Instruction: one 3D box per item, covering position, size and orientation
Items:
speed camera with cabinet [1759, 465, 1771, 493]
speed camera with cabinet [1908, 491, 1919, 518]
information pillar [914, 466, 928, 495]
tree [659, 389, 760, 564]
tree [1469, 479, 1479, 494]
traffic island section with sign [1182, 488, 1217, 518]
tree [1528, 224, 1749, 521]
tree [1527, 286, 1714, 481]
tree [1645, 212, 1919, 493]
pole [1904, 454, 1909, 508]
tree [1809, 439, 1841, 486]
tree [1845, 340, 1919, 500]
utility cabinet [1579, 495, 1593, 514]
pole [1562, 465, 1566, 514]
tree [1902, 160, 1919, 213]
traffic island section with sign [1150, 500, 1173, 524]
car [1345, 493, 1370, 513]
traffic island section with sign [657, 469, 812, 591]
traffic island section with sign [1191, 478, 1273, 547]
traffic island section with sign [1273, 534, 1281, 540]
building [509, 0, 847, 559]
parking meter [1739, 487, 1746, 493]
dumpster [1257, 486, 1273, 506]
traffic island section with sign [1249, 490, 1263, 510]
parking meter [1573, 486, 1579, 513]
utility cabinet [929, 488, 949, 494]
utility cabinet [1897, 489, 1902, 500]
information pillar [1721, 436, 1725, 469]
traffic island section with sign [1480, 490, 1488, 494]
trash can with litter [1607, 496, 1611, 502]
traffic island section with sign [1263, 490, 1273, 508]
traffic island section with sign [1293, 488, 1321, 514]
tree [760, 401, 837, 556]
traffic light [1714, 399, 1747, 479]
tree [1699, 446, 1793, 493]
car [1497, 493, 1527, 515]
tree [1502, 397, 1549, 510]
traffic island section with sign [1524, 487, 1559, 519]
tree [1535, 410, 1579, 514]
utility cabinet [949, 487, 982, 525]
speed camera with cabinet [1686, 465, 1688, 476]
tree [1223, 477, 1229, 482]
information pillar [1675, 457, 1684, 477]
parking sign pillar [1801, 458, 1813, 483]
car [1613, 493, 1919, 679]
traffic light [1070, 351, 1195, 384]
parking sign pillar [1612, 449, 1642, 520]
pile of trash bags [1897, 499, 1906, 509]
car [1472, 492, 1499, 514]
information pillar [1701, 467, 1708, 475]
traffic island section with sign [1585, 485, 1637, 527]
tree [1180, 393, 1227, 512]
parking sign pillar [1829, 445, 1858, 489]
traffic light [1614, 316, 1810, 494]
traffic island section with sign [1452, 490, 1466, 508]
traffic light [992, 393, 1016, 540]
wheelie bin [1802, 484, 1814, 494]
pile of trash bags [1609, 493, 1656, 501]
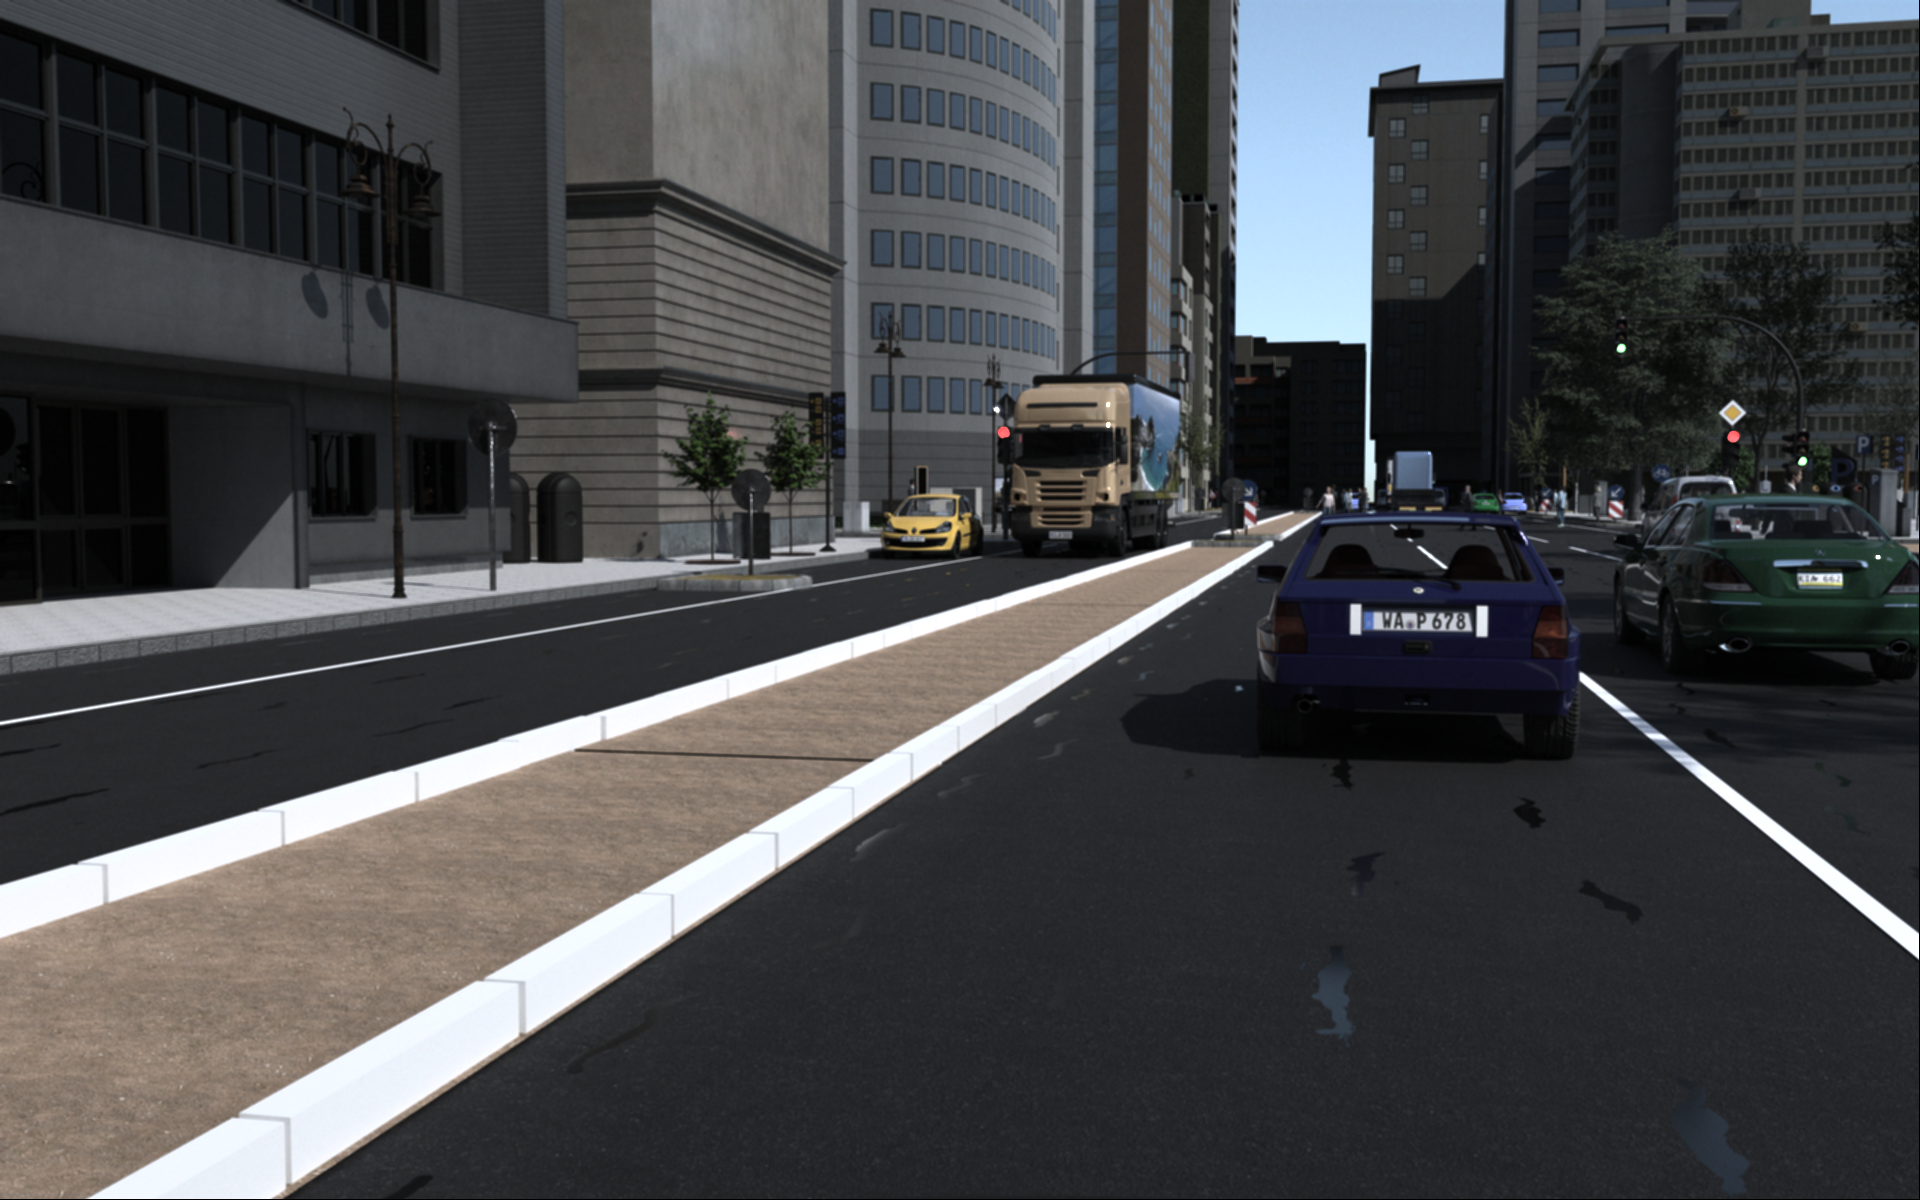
[{"bbox_3d":[56.154,-7.640,119.246,2.038,3.252,0.660,1,4,13],"label":"speed camera with cabinet"},{"bbox_3d":[51.775,-6.051,93.267,2.038,3.252,0.660,-2,4,-34],"label":"speed camera with cabinet"},{"bbox_3d":[-1.036,-2.539,46.000,0.304,2.012,0.304,-1,4,-16],"label":"information pillar"},{"bbox_3d":[-4.700,-2.281,31.902,1.663,3.219,1.824,0,3,0],"label":"tree"},{"bbox_3d":[59.554,-12.573,200.169,1.663,3.219,1.824,0,3,0],"label":"tree"},{"bbox_3d":[14.769,-5.984,106.473,1.989,1.847,2.006,1,4,13],"label":"traffic island section with sign"},{"bbox_3d":[31.721,-10.684,81.332,9.857,13.997,8.962,0,3,0],"label":"tree"},{"bbox_3d":[35.670,-10.795,93.501,9.611,12.733,9.660,0,3,0],"label":"tree"},{"bbox_3d":[27.859,-7.732,60.838,7.601,10.594,8.767,-2,4,-35],"label":"tree"},{"bbox_3d":[48.399,-5.794,88.573,0.158,3.312,0.155,0,3,0],"label":"pole"},{"bbox_3d":[50.360,-7.189,101.247,4.285,4.588,4.351,0,3,0],"label":"tree"},{"bbox_3d":[44.525,-8.066,82.248,4.360,8.622,3.978,0,3,0],"label":"tree"},{"bbox_3d":[41.127,-6.264,113.584,0.306,1.237,1.020,-3,5,-42],"label":"utility cabinet"},{"bbox_3d":[37.984,-7.042,108.985,0.158,3.312,0.155,0,3,0],"label":"pole"},{"bbox_3d":[21.150,-5.986,32.279,8.767,10.594,7.601,3,5,43],"label":"tree"},{"bbox_3d":[8.802,-4.371,80.098,1.989,1.847,2.006,1,4,13],"label":"traffic island section with sign"},{"bbox_3d":[30.400,-7.532,132.733,1.945,1.707,3.694,1,4,12],"label":"car"},{"bbox_3d":[-3.354,-1.096,26.551,1.989,1.847,2.006,1,4,13],"label":"traffic island section with sign"},{"bbox_3d":[7.406,-2.392,47.241,2.006,1.907,1.989,1,4,13],"label":"traffic island section with sign"},{"bbox_3d":[9.053,-2.833,54.463,2.006,1.907,1.989,1,4,13],"label":"traffic island section with sign"},{"bbox_3d":[-20.968,-13.757,44.003,34.723,24.649,14.460,1,4,13],"label":"building"},{"bbox_3d":[52.175,-6.718,115.543,0.399,1.863,0.255,0,4,-3],"label":"parking meter"},{"bbox_3d":[32.881,-11.157,187.374,1.985,2.255,1.502,1,4,14],"label":"dumpster"},{"bbox_3d":[25.852,-8.974,155.354,1.989,1.847,2.006,1,4,13],"label":"traffic island section with sign"},{"bbox_3d":[42.054,-6.879,118.182,0.255,1.863,0.399,3,4,38],"label":"parking meter"},{"bbox_3d":[-0.499,-3.171,60.524,1.173,1.500,0.318,-1,4,-9],"label":"utility cabinet"},{"bbox_3d":[42.634,-4.321,79.334,1.173,1.500,0.318,-2,4,-30],"label":"utility cabinet"},{"bbox_3d":[30.674,-4.791,69.686,0.183,3.616,0.504,1,4,15],"label":"information pillar"},{"bbox_3d":[45.504,-8.711,151.047,1.989,1.847,2.006,1,4,13],"label":"traffic island section with sign"},{"bbox_3d":[45.294,-6.804,122.302,2.233,1.210,1.678,2,4,35],"label":"trash can with litter"},{"bbox_3d":[31.852,-10.593,181.823,1.989,1.847,2.006,1,4,13],"label":"traffic island section with sign"},{"bbox_3d":[25.655,-7.316,127.752,2.006,1.907,1.989,1,4,13],"label":"traffic island section with sign"},{"bbox_3d":[-3.519,-2.535,36.049,1.663,3.219,1.824,0,3,0],"label":"tree"},{"bbox_3d":[22.921,-3.831,51.565,0.839,4.253,0.868,1,4,13],"label":"traffic light"},{"bbox_3d":[44.849,-7.147,100.562,4.285,4.588,4.351,0,3,0],"label":"tree"},{"bbox_3d":[38.438,-6.798,120.740,1.945,1.707,3.694,1,4,11],"label":"car"},{"bbox_3d":[42.649,-10.895,128.501,4.737,8.622,4.395,0,3,0],"label":"tree"},{"bbox_3d":[34.485,-5.737,102.432,1.989,1.847,2.006,1,4,13],"label":"traffic island section with sign"},{"bbox_3d":[39.608,-9.876,111.840,4.360,8.622,3.978,0,3,0],"label":"tree"},{"bbox_3d":[0.230,-2.996,57.664,0.318,1.500,1.173,-3,5,-41],"label":"utility cabinet"},{"bbox_3d":[50.229,-7.565,118.020,2.038,3.252,0.660,1,4,17],"label":"speed camera with cabinet"},{"bbox_3d":[27.264,-11.170,177.226,1.663,3.219,1.824,0,3,0],"label":"tree"},{"bbox_3d":[35.665,-5.781,85.876,0.183,3.616,0.504,-2,4,-27],"label":"information pillar"},{"bbox_3d":[45.927,-6.471,94.273,1.447,3.967,1.447,0,4,8],"label":"parking sign pillar"},{"bbox_3d":[6.868,-0.197,15.020,2.131,1.459,4.920,1,4,13],"label":"car"},{"bbox_3d":[5.118,-4.950,55.606,4.771,5.953,1.251,1,4,13],"label":"traffic light"},{"bbox_3d":[33.681,-6.047,87.347,1.447,3.967,1.447,2,4,30],"label":"parking sign pillar"},{"bbox_3d":[39.027,-3.895,73.430,1.912,1.369,3.447,1,4,21],"label":"pile of trash bags"},{"bbox_3d":[34.408,-6.436,114.025,1.959,1.807,4.718,1,4,12],"label":"car"},{"bbox_3d":[47.893,-7.347,111.472,0.504,3.616,0.183,-1,4,-9],"label":"information pillar"},{"bbox_3d":[28.419,-4.100,75.658,1.989,1.847,2.006,1,4,13],"label":"traffic island section with sign"},{"bbox_3d":[17.326,-10.801,126.950,4.737,8.622,4.395,0,3,0],"label":"tree"},{"bbox_3d":[48.209,-6.487,94.531,1.447,3.967,1.447,3,5,39],"label":"parking sign pillar"},{"bbox_3d":[19.096,-4.246,44.098,4.771,5.953,1.251,1,4,13],"label":"traffic light"},{"bbox_3d":[51.560,-10.349,177.826,1.989,1.847,2.006,1,4,13],"label":"traffic island section with sign"},{"bbox_3d":[1.293,-3.628,48.245,0.839,4.253,0.868,1,4,13],"label":"traffic light"},{"bbox_3d":[26.371,-2.846,54.435,0.980,1.594,0.693,-1,4,-12],"label":"wheelie bin"},{"bbox_3d":[42.657,-6.102,109.525,3.447,1.369,1.912,2,4,25],"label":"pile of trash bags"}]
